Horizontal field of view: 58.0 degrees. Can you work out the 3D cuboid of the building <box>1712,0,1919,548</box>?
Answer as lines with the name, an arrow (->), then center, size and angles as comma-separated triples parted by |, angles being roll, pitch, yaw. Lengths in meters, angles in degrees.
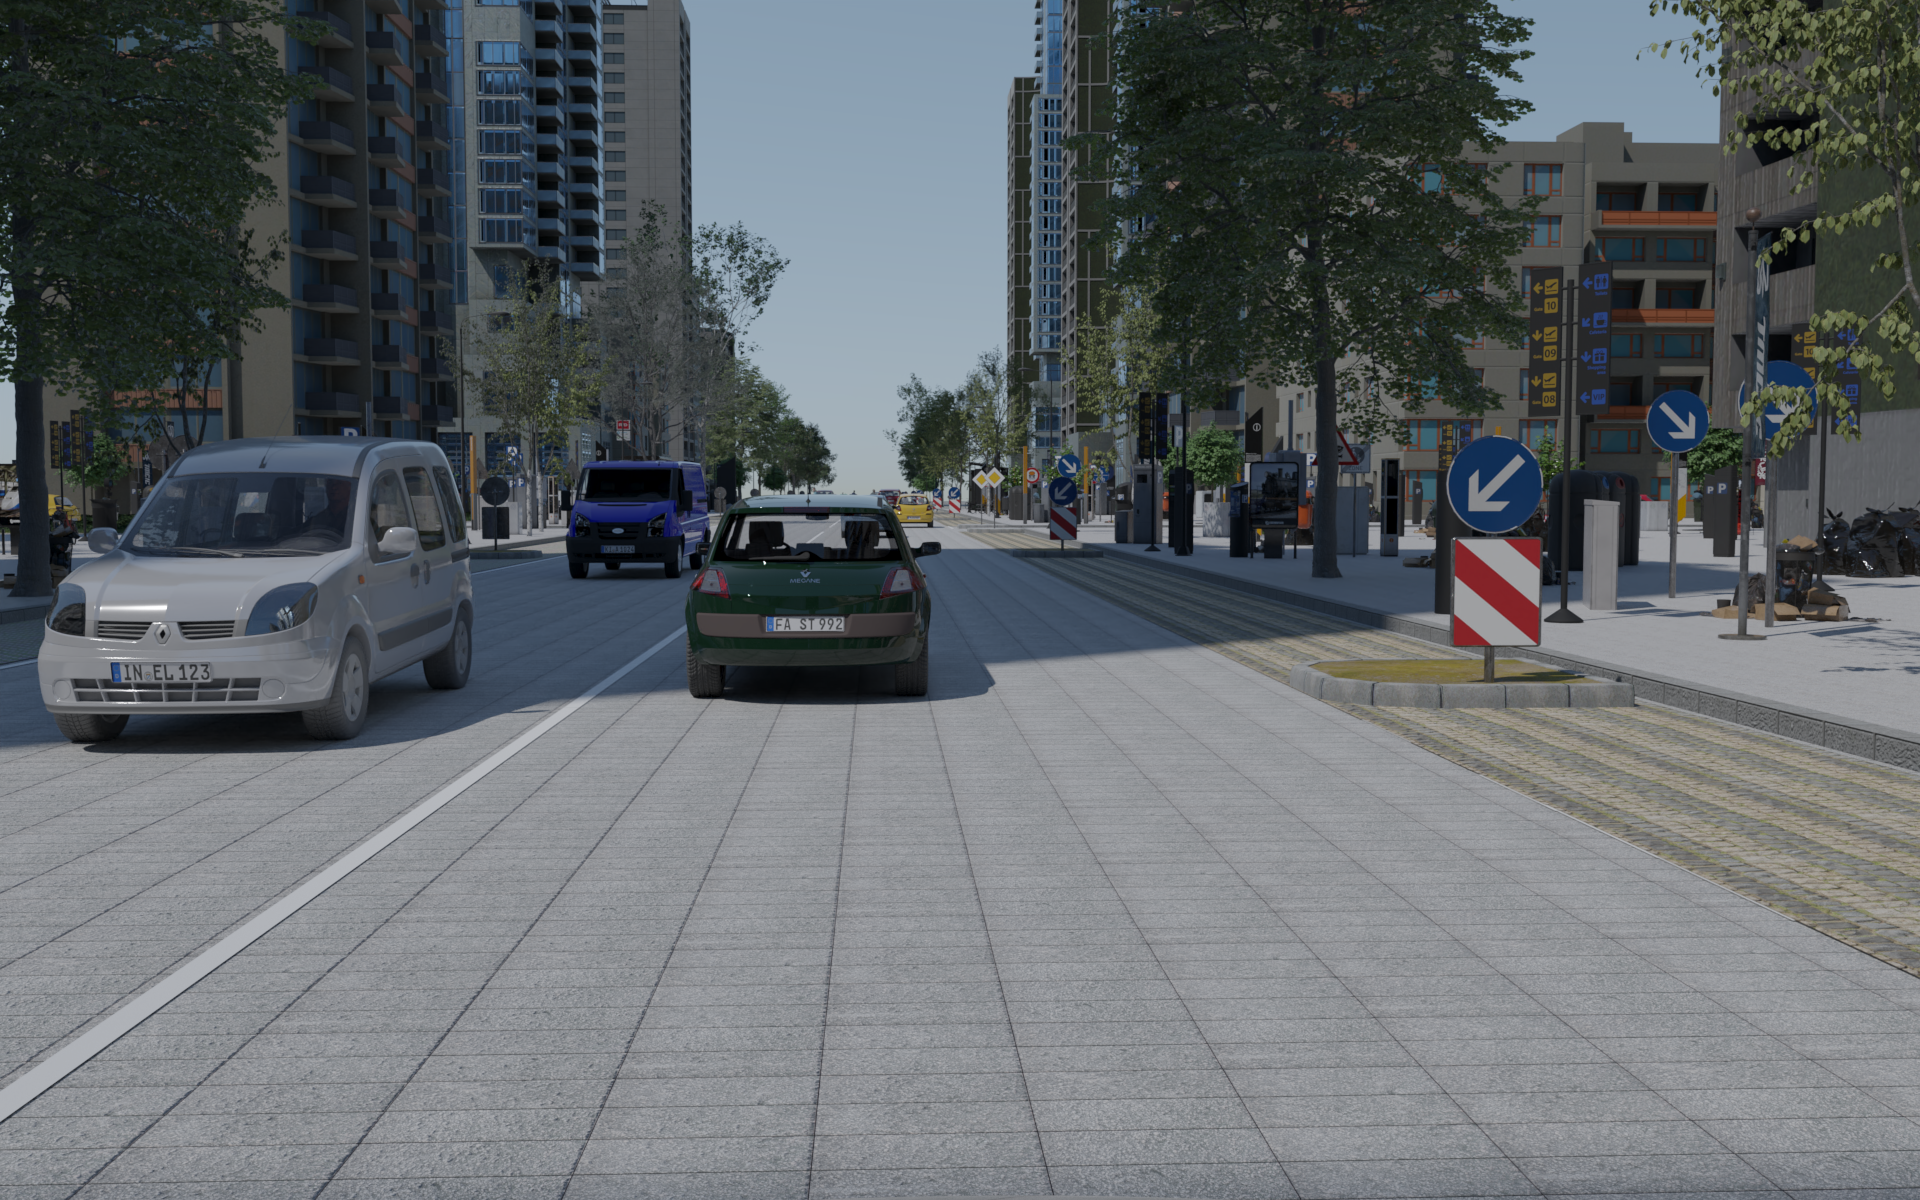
building -> 24.695, -16.280, 37.877 | 14.160, 30.474, 14.107 | 0, 4, -3

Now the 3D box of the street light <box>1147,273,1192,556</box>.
street light -> 4.103, -3.868, 35.789 | 1.470, 5.913, 1.316 | 0, 4, -3

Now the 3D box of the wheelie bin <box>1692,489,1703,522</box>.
wheelie bin -> 34.068, -4.386, 79.627 | 0.693, 1.594, 0.980 | 3, 4, 36

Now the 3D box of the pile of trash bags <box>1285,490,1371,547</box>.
pile of trash bags -> 8.918, -2.044, 43.174 | 1.912, 1.369, 3.447 | 2, 4, 24

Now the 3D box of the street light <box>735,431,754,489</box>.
street light -> -16.106, -9.528, 128.322 | 1.470, 5.913, 1.316 | 0, 4, -3

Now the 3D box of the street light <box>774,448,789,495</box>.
street light -> -18.336, -12.427, 175.728 | 1.470, 5.913, 1.316 | 0, 4, -3

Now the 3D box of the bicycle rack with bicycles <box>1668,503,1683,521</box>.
bicycle rack with bicycles -> 32.778, -4.245, 82.783 | 2.852, 0.926, 2.925 | -1, 4, -8

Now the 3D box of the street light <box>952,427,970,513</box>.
street light -> 0.108, -8.962, 119.067 | 1.470, 5.913, 1.316 | 0, 4, -3

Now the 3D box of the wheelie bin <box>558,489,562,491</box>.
wheelie bin -> -23.408, -5.686, 100.878 | 0.693, 1.594, 0.980 | 1, 4, 19

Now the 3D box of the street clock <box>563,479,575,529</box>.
street clock -> -14.501, -3.654, 64.315 | 0.358, 2.002, 0.471 | 1, 4, 19

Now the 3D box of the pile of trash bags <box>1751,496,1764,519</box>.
pile of trash bags -> 38.005, -4.472, 82.877 | 3.447, 1.369, 1.912 | 1, 4, 21

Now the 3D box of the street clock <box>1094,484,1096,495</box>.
street clock -> 8.404, -6.301, 107.583 | 0.471, 2.002, 0.358 | 1, 4, 23

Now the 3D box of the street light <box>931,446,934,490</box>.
street light -> -2.252, -11.980, 168.409 | 1.470, 5.913, 1.316 | 0, 4, -3

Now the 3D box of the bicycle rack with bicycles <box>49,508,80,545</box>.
bicycle rack with bicycles -> -23.693, -1.860, 43.796 | 2.852, 0.926, 2.925 | -2, 4, -31

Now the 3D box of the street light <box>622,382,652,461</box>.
street light -> -13.417, -6.069, 71.767 | 1.470, 5.913, 1.316 | 0, 4, -3

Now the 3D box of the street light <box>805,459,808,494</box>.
street light -> -21.123, -15.867, 231.958 | 1.470, 5.913, 1.316 | 0, 4, -3

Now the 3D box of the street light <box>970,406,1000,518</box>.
street light -> 1.412, -7.273, 91.460 | 1.470, 5.913, 1.316 | 0, 4, -3

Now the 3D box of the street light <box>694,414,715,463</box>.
street light -> -14.813, -7.806, 100.161 | 1.470, 5.913, 1.316 | 0, 4, -3

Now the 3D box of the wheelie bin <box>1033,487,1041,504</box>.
wheelie bin -> 3.800, -4.393, 79.727 | 0.980, 1.594, 0.693 | -1, 4, -22

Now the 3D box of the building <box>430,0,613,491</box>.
building -> -44.012, -51.777, 159.226 | 22.319, 86.520, 31.000 | 0, 4, -3

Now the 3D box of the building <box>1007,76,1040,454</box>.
building -> 16.799, -52.497, 296.574 | 20.563, 71.187, 20.611 | 0, 4, -3

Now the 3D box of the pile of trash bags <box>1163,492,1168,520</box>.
pile of trash bags -> 9.902, -4.692, 86.459 | 1.912, 1.369, 3.447 | -1, 4, -10

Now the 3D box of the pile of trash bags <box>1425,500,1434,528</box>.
pile of trash bags -> 18.352, -3.160, 61.416 | 3.447, 1.369, 1.912 | 0, 4, -3

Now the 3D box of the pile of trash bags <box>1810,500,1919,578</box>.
pile of trash bags -> 15.269, -1.060, 27.077 | 3.447, 1.369, 1.912 | 0, 4, 7

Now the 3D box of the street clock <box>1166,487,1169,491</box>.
street clock -> 11.596, -5.560, 95.480 | 0.471, 2.002, 0.358 | 3, 5, 40

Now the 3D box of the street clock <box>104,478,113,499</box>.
street clock -> -38.026, -4.454, 77.386 | 0.358, 2.002, 0.471 | 0, 4, -4

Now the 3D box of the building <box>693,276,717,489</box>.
building -> -54.503, -35.815, 277.459 | 32.217, 40.220, 23.993 | 0, 4, -3

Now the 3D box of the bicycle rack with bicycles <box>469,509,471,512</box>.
bicycle rack with bicycles -> -37.593, -6.891, 126.043 | 2.925, 0.926, 2.852 | 2, 4, 26

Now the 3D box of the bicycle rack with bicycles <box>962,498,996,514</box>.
bicycle rack with bicycles -> 1.939, -6.095, 113.039 | 2.925, 0.926, 2.852 | 1, 4, 12

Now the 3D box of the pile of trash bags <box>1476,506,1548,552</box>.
pile of trash bags -> 13.219, -1.771, 38.716 | 3.447, 1.369, 1.912 | -1, 4, -9

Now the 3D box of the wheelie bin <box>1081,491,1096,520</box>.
wheelie bin -> 6.450, -4.818, 86.688 | 0.693, 1.594, 0.980 | 1, 4, 11

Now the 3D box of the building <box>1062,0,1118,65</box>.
building -> 20.729, -46.529, 198.998 | 20.563, 71.187, 20.611 | 0, 4, -3

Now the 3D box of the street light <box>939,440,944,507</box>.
street light -> -1.208, -10.691, 147.335 | 1.470, 5.913, 1.316 | 0, 4, -3

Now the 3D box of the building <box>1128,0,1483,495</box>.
building -> 25.435, -29.044, 129.487 | 22.147, 44.769, 28.867 | 0, 4, -3

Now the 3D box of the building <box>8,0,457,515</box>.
building -> -43.976, -27.575, 105.471 | 22.147, 44.769, 28.867 | 0, 4, -3

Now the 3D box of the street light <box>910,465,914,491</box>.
street light -> -6.161, -17.027, 250.933 | 1.470, 5.913, 1.316 | 0, 4, -3

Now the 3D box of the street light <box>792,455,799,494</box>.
street light -> -19.590, -14.116, 203.338 | 1.470, 5.913, 1.316 | 0, 4, -3

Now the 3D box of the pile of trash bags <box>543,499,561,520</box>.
pile of trash bags -> -19.588, -4.696, 86.530 | 1.912, 1.369, 3.447 | 1, 4, 15

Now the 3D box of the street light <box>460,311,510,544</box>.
street light -> -12.118, -4.376, 44.089 | 1.470, 5.913, 1.316 | 0, 4, -3

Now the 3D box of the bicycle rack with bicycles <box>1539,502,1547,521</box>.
bicycle rack with bicycles -> 26.149, -4.077, 80.038 | 2.925, 0.926, 2.852 | -3, 5, -39

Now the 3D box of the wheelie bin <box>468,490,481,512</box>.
wheelie bin -> -25.977, -5.190, 92.770 | 0.693, 1.594, 0.980 | -2, 4, -32

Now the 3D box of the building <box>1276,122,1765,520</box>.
building -> 35.691, -15.563, 99.497 | 28.899, 21.520, 27.650 | 0, 4, -3

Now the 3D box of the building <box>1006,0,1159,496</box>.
building -> 19.553, -58.551, 269.973 | 22.319, 86.520, 31.000 | 0, 4, -3

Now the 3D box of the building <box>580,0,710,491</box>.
building -> -47.685, -49.867, 253.584 | 20.563, 71.187, 20.611 | 0, 4, -3

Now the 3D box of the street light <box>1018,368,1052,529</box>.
street light -> 2.826, -5.590, 63.930 | 1.470, 5.913, 1.316 | 0, 4, -3

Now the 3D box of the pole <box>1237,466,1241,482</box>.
pole -> 17.824, -7.151, 110.755 | 0.158, 3.312, 0.155 | 0, 3, 0

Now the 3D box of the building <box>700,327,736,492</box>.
building -> -46.183, -32.183, 297.888 | 14.160, 30.474, 14.107 | 0, 4, -3

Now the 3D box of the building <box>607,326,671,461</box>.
building -> -47.627, -21.181, 191.356 | 27.650, 21.520, 28.899 | 0, 4, -3

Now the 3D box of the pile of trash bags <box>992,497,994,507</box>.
pile of trash bags -> 2.779, -7.863, 138.309 | 3.447, 1.369, 1.912 | 0, 4, -6

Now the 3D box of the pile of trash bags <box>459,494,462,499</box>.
pile of trash bags -> -26.433, -4.679, 86.254 | 3.447, 1.369, 1.912 | 1, 4, 12
